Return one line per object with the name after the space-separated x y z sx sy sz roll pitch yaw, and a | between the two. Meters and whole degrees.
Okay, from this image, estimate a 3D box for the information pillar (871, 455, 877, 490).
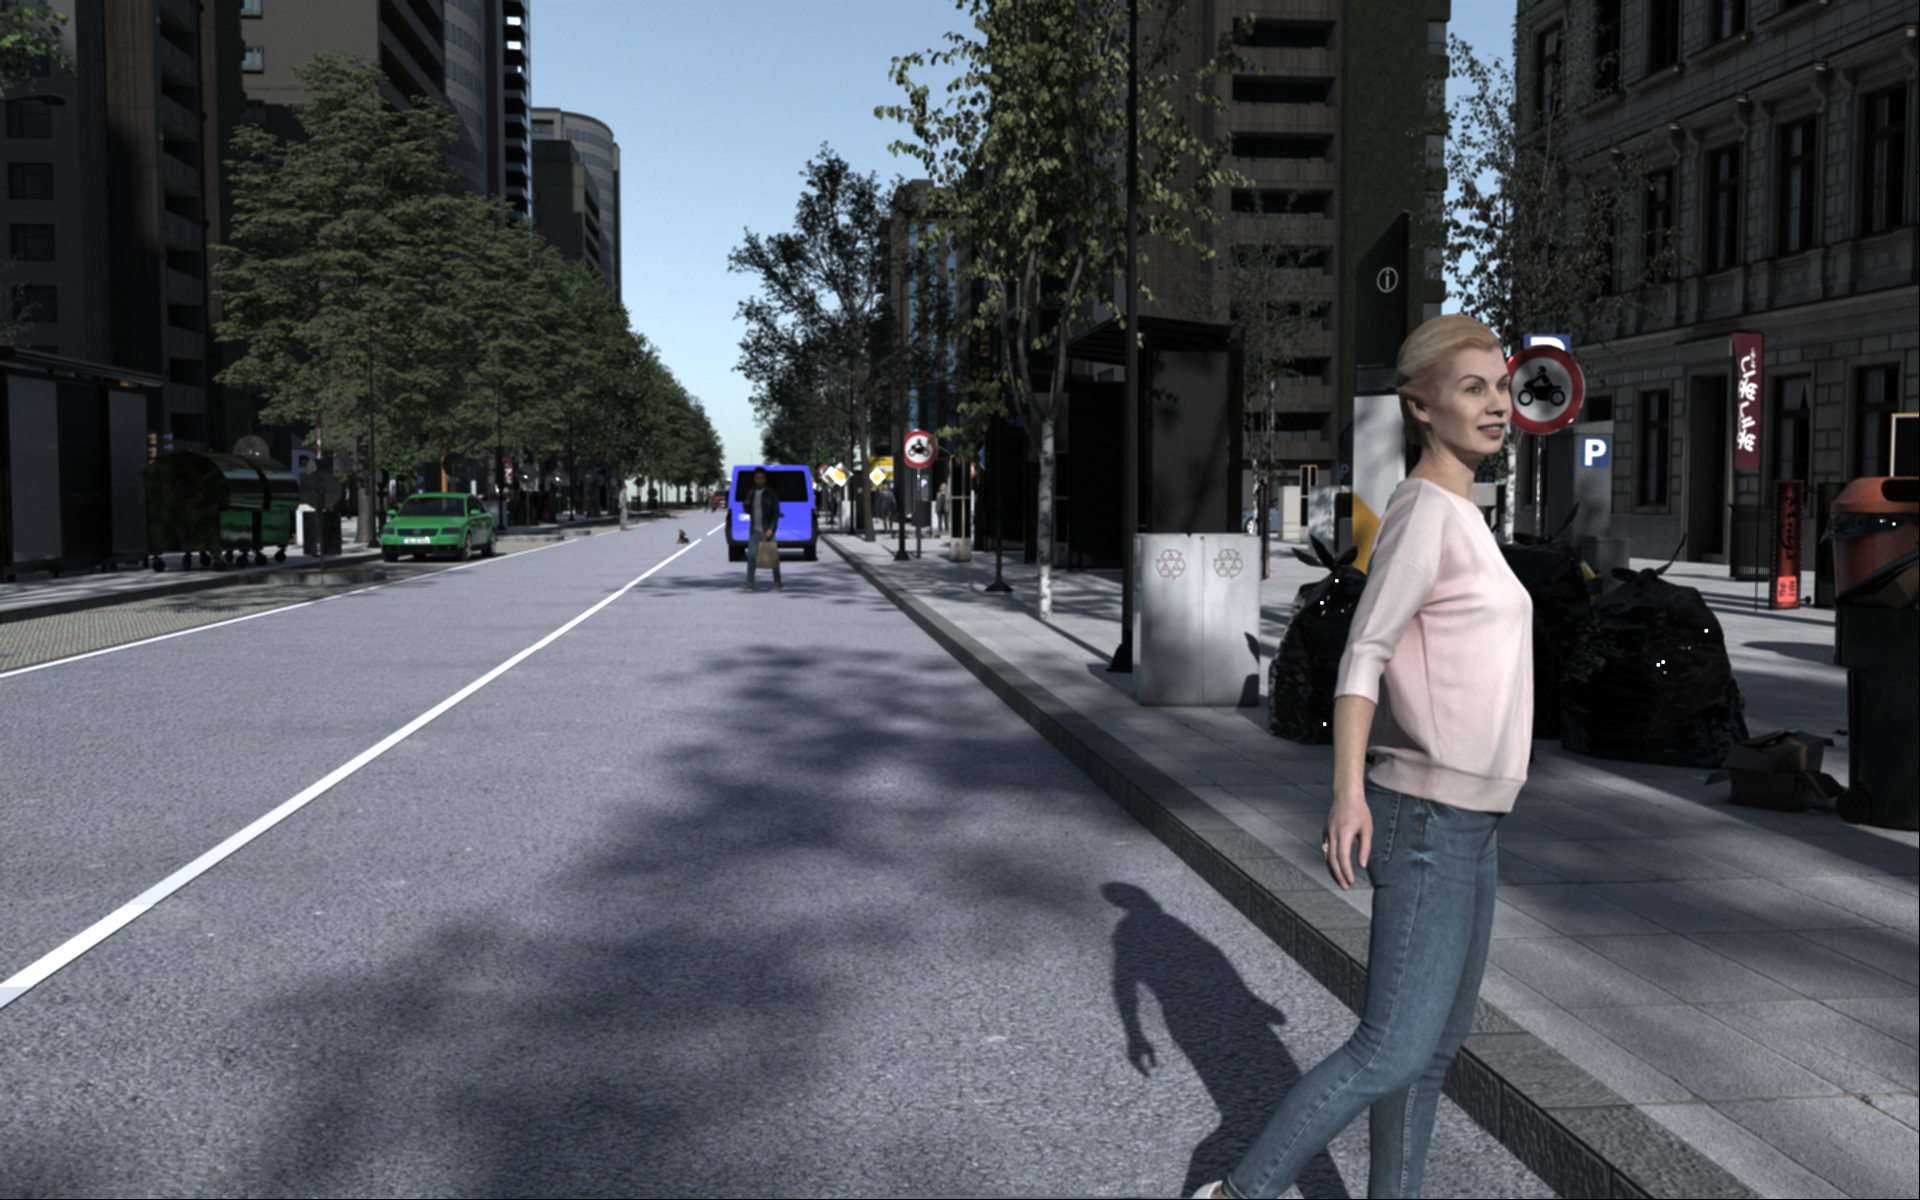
-5.192 -6.879 103.827 0.504 3.616 0.183 1 4 16 | information pillar

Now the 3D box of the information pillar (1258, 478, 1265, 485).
13.463 -4.468 77.540 0.304 2.012 0.304 -1 4 -14 | information pillar

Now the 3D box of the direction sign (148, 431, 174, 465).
-28.714 -4.297 62.254 0.876 3.537 0.379 -1 4 -17 | direction sign

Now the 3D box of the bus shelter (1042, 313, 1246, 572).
2.614 -2.103 25.662 1.731 3.624 6.357 0 4 -6 | bus shelter

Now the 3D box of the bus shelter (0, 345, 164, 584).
-14.509 -2.946 25.796 2.179 5.291 8.768 0 4 -6 | bus shelter

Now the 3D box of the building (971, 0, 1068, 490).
11.516 -42.154 127.466 20.563 71.187 20.611 0 4 -6 | building

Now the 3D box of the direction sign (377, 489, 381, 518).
-31.087 -6.165 92.789 0.379 3.537 0.876 -2 4 -30 | direction sign

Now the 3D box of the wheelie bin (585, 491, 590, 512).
-26.060 -6.990 122.197 0.693 1.594 0.980 0 4 1 | wheelie bin

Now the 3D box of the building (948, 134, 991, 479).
12.772 -30.404 188.990 32.217 40.220 23.993 0 4 -6 | building

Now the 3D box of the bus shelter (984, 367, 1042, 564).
1.361 -2.666 34.872 1.731 3.624 6.357 0 4 -6 | bus shelter

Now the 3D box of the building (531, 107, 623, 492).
-63.378 -44.157 263.969 21.231 58.520 28.212 0 4 -6 | building

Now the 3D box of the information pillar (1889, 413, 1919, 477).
8.691 -0.698 15.907 0.304 2.012 0.304 2 4 28 | information pillar

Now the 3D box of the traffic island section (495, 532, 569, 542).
-13.220 -1.876 52.945 2.009 0.180 2.903 0 4 -6 | traffic island section

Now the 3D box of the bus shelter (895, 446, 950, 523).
-1.541 -4.871 73.569 2.014 3.302 5.546 0 4 -6 | bus shelter

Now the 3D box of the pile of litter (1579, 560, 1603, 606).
4.360 0.089 12.507 1.719 0.858 1.176 2 4 33 | pile of litter

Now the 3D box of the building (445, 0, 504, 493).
-51.027 -36.913 145.530 21.231 58.520 28.212 0 4 -6 | building

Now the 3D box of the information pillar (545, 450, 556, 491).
-19.567 -5.586 82.684 0.504 3.616 0.183 -1 4 -16 | information pillar

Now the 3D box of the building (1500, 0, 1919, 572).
18.456 -10.234 31.951 10.561 19.102 19.286 0 4 -6 | building

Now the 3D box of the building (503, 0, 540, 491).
-54.353 -52.731 174.826 22.319 86.520 31.000 0 4 -6 | building

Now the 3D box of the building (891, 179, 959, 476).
-2.440 -36.460 246.233 14.600 45.320 14.200 0 4 -6 | building

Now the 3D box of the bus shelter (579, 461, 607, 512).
-26.467 -8.230 125.839 1.731 3.624 6.357 0 4 -6 | bus shelter

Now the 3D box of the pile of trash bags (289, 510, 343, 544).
-17.806 -2.164 45.129 3.447 1.369 1.912 0 4 -3 | pile of trash bags

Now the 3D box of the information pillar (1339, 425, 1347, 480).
12.228 -3.885 54.872 0.504 3.616 0.183 -2 4 -27 | information pillar

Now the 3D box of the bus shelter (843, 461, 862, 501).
-6.513 -7.081 109.697 2.014 3.302 5.546 0 4 -6 | bus shelter

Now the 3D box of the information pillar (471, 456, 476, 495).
-29.837 -7.015 106.045 0.183 3.616 0.504 2 4 34 | information pillar

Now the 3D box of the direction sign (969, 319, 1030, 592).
0.513 -1.880 22.740 0.876 3.537 0.379 2 4 27 | direction sign

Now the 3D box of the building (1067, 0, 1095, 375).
14.435 -27.704 103.065 14.600 45.320 14.200 0 4 -6 | building

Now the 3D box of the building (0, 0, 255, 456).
-41.519 -18.761 78.446 14.160 30.474 14.107 0 4 -6 | building

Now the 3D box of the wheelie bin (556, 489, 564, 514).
-26.011 -6.349 111.713 0.980 1.594 0.693 3 4 39 | wheelie bin

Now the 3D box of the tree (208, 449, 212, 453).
-31.650 -4.819 73.391 1.663 3.219 1.824 0 3 0 | tree

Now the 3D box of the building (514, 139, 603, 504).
-61.461 -37.662 239.475 21.300 48.544 21.600 0 4 -6 | building

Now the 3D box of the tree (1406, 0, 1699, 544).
8.508 -4.626 25.996 4.360 8.622 3.978 0 3 0 | tree

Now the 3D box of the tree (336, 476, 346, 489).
-33.223 -5.920 91.390 1.663 3.219 1.824 0 3 0 | tree

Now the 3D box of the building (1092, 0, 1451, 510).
14.582 -19.157 84.922 14.107 30.474 14.160 0 4 -6 | building

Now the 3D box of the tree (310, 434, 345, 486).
-34.817 -6.835 95.460 4.285 4.588 4.351 0 3 0 | tree

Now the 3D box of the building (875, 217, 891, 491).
-1.767 -37.515 267.994 22.147 44.769 28.867 0 4 -6 | building

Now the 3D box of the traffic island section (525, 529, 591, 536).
-14.091 -2.361 60.883 2.009 0.180 2.903 0 4 -6 | traffic island section

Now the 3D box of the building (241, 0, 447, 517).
-44.401 -29.532 106.547 21.300 48.544 21.600 0 4 -6 | building

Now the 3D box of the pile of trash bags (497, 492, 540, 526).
-18.307 -3.696 70.177 1.912 1.369 3.447 -2 4 -27 | pile of trash bags

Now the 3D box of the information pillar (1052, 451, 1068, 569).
1.742 -1.546 29.767 0.304 2.012 0.304 0 4 -2 | information pillar

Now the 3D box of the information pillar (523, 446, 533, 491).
-20.828 -5.636 83.509 0.504 3.616 0.183 1 4 14 | information pillar

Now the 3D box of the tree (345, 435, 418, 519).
-29.292 -6.476 89.598 4.285 4.588 4.351 0 3 0 | tree

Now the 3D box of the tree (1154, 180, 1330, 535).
6.642 -5.469 39.776 4.360 8.622 3.978 0 3 0 | tree

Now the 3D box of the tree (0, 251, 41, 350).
-24.580 -5.580 41.591 4.360 8.622 3.978 0 3 0 | tree

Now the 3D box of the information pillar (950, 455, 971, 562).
0.015 -1.722 32.646 0.304 2.012 0.304 2 4 29 | information pillar

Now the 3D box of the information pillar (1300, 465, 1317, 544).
8.908 -2.434 44.290 0.304 2.012 0.304 -3 4 -38 | information pillar

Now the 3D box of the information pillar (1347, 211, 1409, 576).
3.549 -1.422 14.602 0.183 3.616 0.504 -3 5 -41 | information pillar

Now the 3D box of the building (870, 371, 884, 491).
-8.237 -31.729 290.471 14.160 30.474 14.107 0 4 -6 | building
